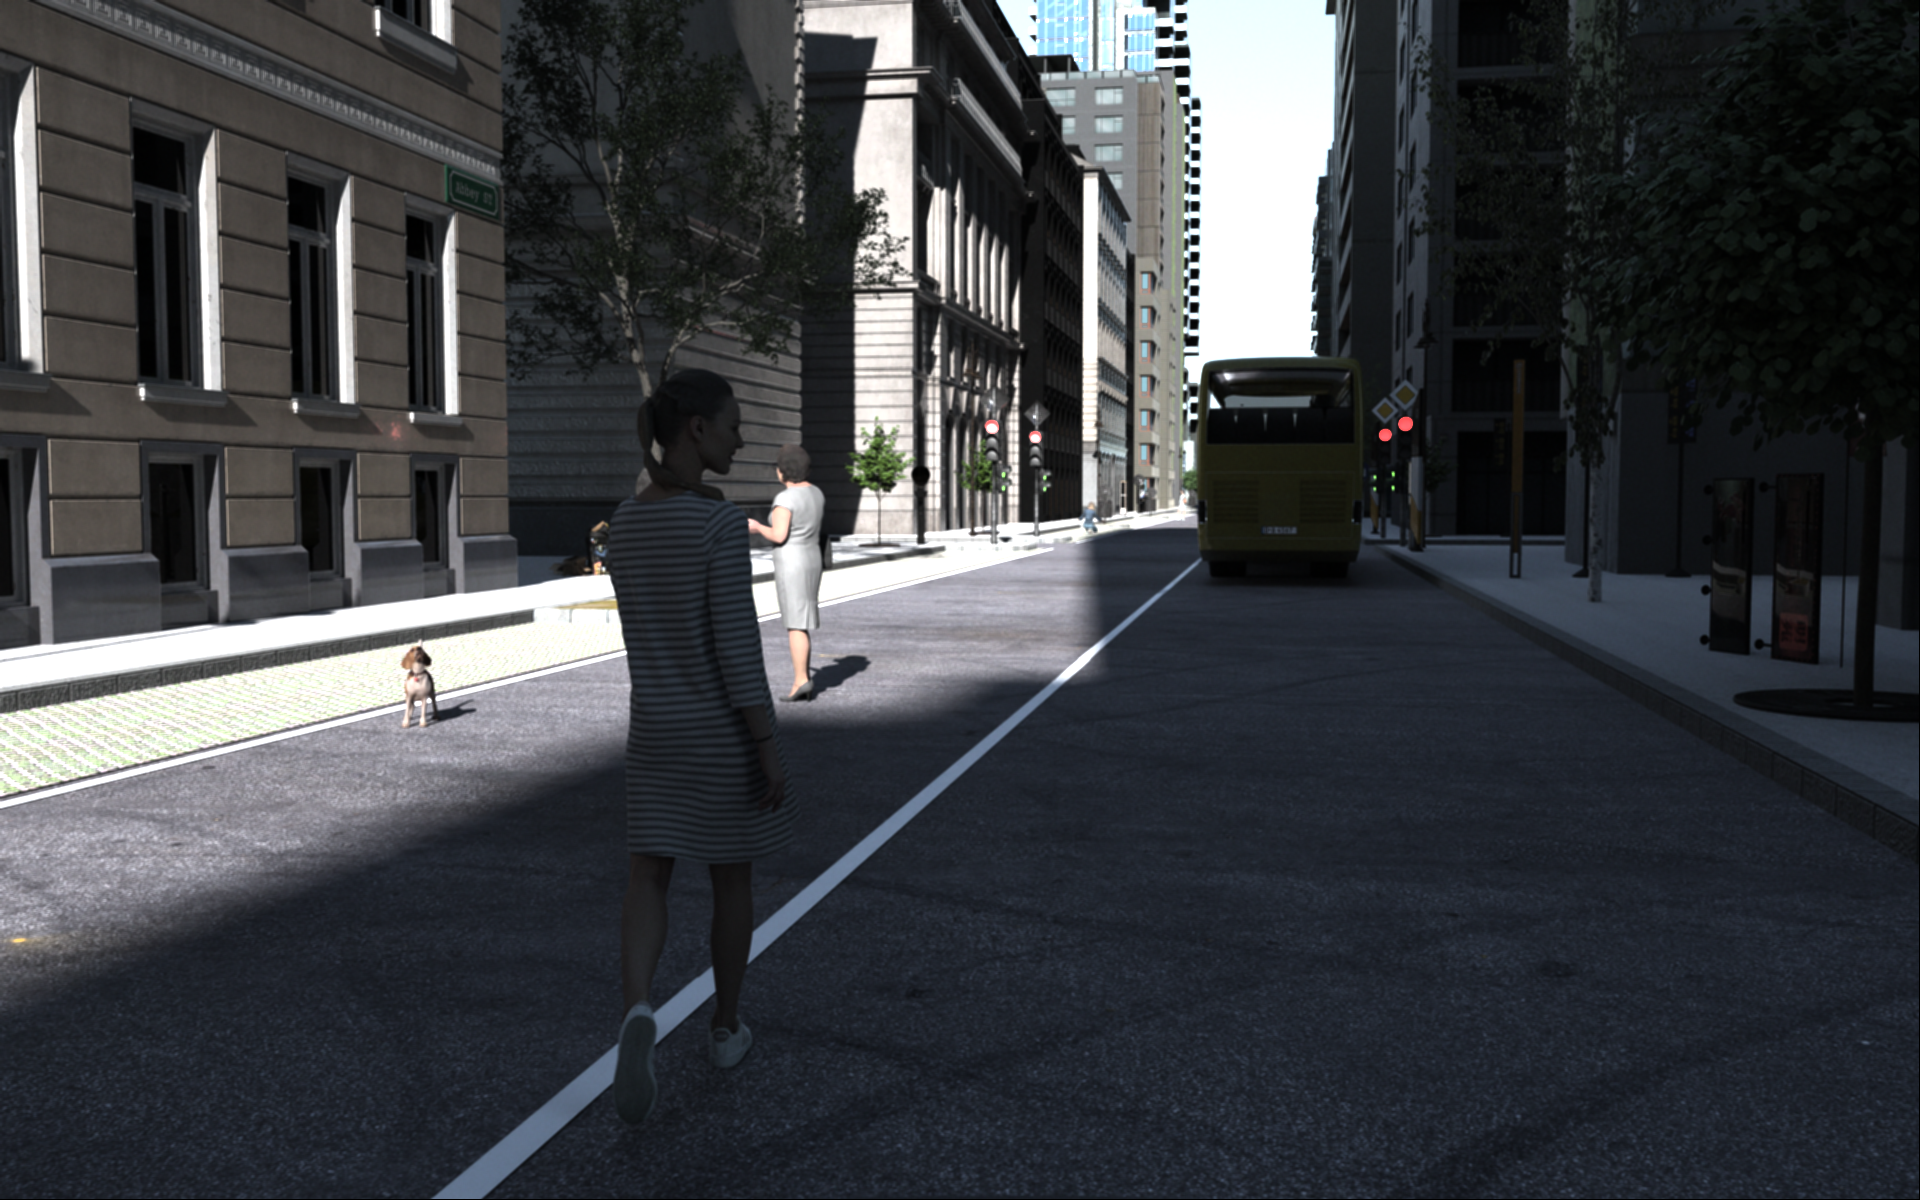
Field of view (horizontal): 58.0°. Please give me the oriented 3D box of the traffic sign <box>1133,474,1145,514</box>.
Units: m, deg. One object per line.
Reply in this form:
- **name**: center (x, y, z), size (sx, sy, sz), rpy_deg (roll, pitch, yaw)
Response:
- **traffic sign**: center (11.605, -6.869, 112.408), size (0.768, 2.556, 0.104), rpy_deg (1, 4, 16)

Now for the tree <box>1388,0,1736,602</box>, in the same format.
- **tree**: center (7.326, -4.284, 20.405), size (4.360, 8.622, 3.978), rpy_deg (0, 3, 0)

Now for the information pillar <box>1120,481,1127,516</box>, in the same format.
- **information pillar**: center (9.555, -5.908, 101.079), size (0.304, 2.012, 0.304), rpy_deg (2, 4, 24)

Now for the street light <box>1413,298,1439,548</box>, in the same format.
- **street light**: center (11.026, -4.178, 41.102), size (0.468, 5.910, 1.993), rpy_deg (1, 4, 10)

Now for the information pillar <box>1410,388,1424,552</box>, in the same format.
- **information pillar**: center (10.187, -2.890, 38.612), size (0.183, 3.616, 0.504), rpy_deg (0, 4, -5)

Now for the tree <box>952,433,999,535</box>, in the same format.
- **tree**: center (0.827, -3.696, 55.034), size (1.663, 3.219, 1.824), rpy_deg (0, 3, 0)

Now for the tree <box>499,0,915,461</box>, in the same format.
- **tree**: center (-4.974, -5.767, 28.703), size (8.767, 10.594, 7.601), rpy_deg (-1, 4, -12)

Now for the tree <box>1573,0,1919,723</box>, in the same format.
- **tree**: center (5.451, -1.620, 10.202), size (4.285, 4.588, 4.351), rpy_deg (0, 3, 0)

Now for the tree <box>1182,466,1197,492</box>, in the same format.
- **tree**: center (27.140, -13.337, 201.767), size (4.285, 4.588, 4.351), rpy_deg (0, 3, 0)

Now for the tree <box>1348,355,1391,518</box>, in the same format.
- **tree**: center (21.108, -8.579, 90.635), size (4.737, 8.622, 4.395), rpy_deg (0, 3, 0)

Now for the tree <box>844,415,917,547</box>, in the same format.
- **tree**: center (-2.023, -2.929, 42.497), size (1.663, 3.219, 1.824), rpy_deg (0, 3, 0)

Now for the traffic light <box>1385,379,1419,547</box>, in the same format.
- **traffic light**: center (10.831, -3.265, 42.310), size (0.839, 4.253, 0.868), rpy_deg (1, 4, 10)

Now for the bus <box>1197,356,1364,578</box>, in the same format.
- **bus**: center (6.010, -2.513, 32.629), size (2.896, 3.916, 12.252), rpy_deg (1, 4, 10)

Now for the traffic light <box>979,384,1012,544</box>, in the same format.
- **traffic light**: center (0.881, -3.375, 44.106), size (0.839, 4.253, 0.868), rpy_deg (1, 4, 10)

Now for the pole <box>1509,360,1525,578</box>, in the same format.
- **pole**: center (8.495, -1.991, 26.393), size (0.158, 3.312, 0.155), rpy_deg (0, 3, 0)

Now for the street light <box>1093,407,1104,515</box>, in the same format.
- **street light**: center (7.233, -7.191, 90.363), size (0.468, 5.910, 1.993), rpy_deg (1, 4, 10)

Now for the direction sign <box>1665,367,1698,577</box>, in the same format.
- **direction sign**: center (11.131, -2.125, 26.735), size (0.379, 3.537, 0.876), rpy_deg (0, 4, -3)

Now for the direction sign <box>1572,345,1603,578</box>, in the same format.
- **direction sign**: center (9.662, -2.120, 26.656), size (0.379, 3.537, 0.876), rpy_deg (3, 5, 43)

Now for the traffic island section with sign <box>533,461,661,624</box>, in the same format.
- **traffic island section with sign**: center (-3.590, -0.692, 19.947), size (1.989, 1.847, 2.006), rpy_deg (1, 4, 10)

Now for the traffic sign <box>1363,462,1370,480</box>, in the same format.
- **traffic sign**: center (15.433, -4.082, 66.838), size (0.768, 2.556, 0.104), rpy_deg (1, 4, 13)

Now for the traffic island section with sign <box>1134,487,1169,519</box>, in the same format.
- **traffic island section with sign**: center (11.127, -5.619, 100.500), size (1.989, 1.847, 2.006), rpy_deg (1, 4, 10)

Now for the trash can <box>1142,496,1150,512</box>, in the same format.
- **trash can**: center (13.166, -6.782, 122.543), size (0.748, 1.137, 0.748), rpy_deg (0, 3, 0)

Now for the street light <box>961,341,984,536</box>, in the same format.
- **street light**: center (0.383, -4.879, 52.562), size (0.468, 5.910, 1.993), rpy_deg (1, 4, 10)

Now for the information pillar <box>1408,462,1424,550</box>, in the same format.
- **information pillar**: center (10.464, -2.157, 39.754), size (0.304, 2.012, 0.304), rpy_deg (0, 4, 5)

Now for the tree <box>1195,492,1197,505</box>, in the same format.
- **tree**: center (28.284, -13.073, 208.350), size (1.663, 3.219, 1.824), rpy_deg (0, 3, 0)

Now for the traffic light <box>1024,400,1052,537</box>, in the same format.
- **traffic light**: center (2.317, -3.856, 51.961), size (0.839, 4.253, 0.868), rpy_deg (1, 4, 10)

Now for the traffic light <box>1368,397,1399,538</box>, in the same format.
- **traffic light**: center (12.267, -3.746, 50.165), size (0.839, 4.253, 0.868), rpy_deg (1, 4, 10)

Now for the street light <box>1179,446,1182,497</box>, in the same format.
- **street light**: center (21.150, -11.830, 166.205), size (0.468, 5.910, 1.993), rpy_deg (1, 4, 10)

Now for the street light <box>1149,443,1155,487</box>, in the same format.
- **street light**: center (14.191, -9.518, 128.401), size (0.468, 5.910, 1.993), rpy_deg (1, 4, 10)

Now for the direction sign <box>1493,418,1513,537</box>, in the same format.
- **direction sign**: center (16.384, -3.658, 51.802), size (0.876, 3.537, 0.379), rpy_deg (0, 4, 0)

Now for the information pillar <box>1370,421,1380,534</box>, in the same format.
- **information pillar**: center (13.382, -3.944, 55.847), size (0.183, 3.616, 0.504), rpy_deg (-1, 4, -10)

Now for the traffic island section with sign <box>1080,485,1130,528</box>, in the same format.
- **traffic island section with sign**: center (6.182, -3.962, 73.407), size (1.989, 1.847, 2.006), rpy_deg (1, 4, 10)

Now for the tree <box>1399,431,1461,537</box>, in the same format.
- **tree**: center (13.913, -3.514, 52.059), size (1.663, 3.219, 1.824), rpy_deg (0, 3, 0)
